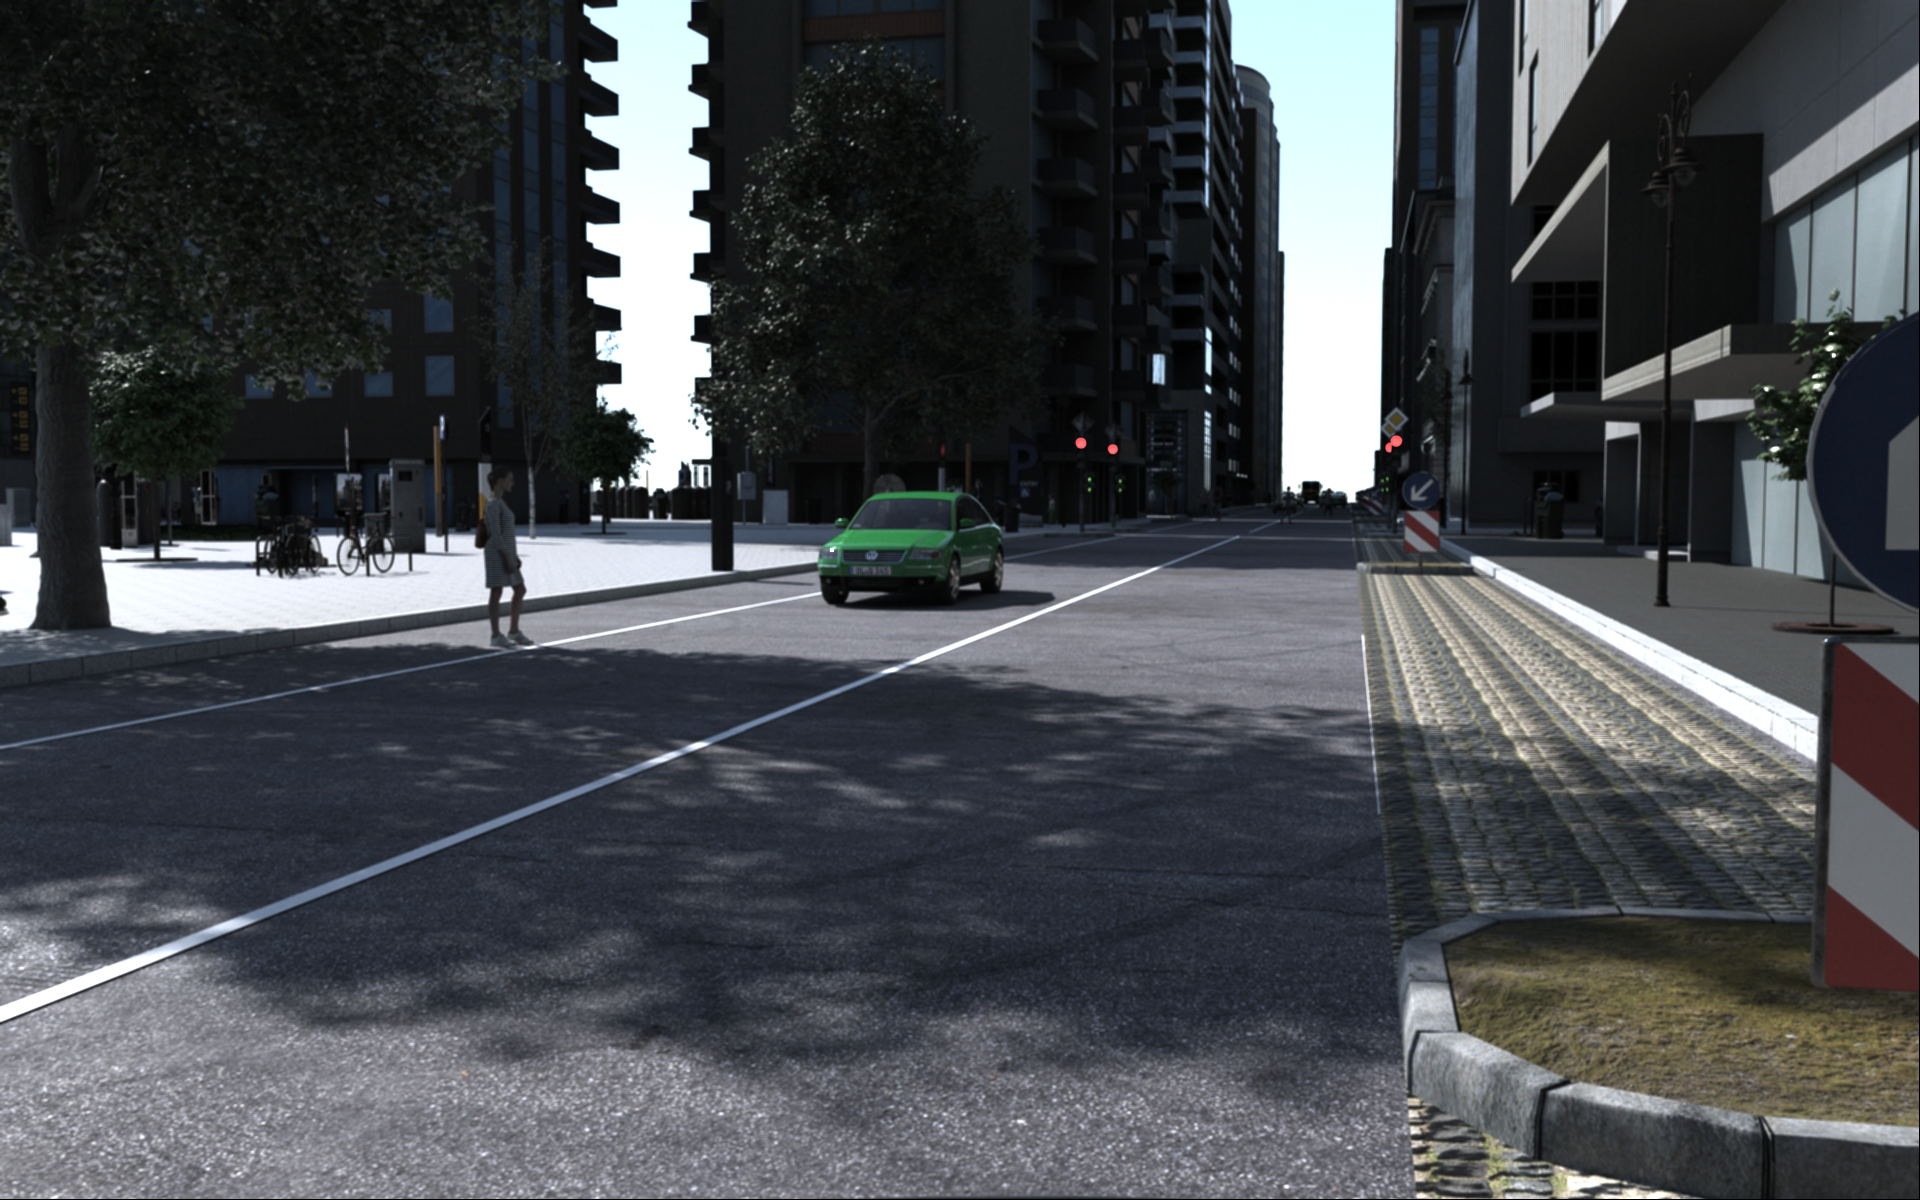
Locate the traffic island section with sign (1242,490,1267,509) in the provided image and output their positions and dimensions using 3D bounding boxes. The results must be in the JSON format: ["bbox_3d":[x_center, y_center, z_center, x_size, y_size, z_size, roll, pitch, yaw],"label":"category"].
[{"bbox_3d":[27.485,-9.407,162.429,1.989,1.847,2.006,1,4,13],"label":"traffic island section with sign"}]

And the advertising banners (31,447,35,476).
[{"bbox_3d":[-33.420,-4.179,64.510,2.074,3.025,0.090,-2,4,-31],"label":"advertising banners"}]

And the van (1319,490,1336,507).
[{"bbox_3d":[39.648,-10.982,186.567,2.013,2.044,4.112,1,4,14],"label":"van"}]

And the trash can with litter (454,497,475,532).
[{"bbox_3d":[-17.006,-2.938,59.422,0.624,1.170,1.055,-1,4,-8],"label":"trash can with litter"}]

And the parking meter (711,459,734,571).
[{"bbox_3d":[-3.973,-1.422,28.963,0.255,1.863,0.399,1,4,16],"label":"parking meter"}]

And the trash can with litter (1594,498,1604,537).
[{"bbox_3d":[19.299,-2.450,51.449,0.624,1.170,1.055,0,4,-8],"label":"trash can with litter"}]

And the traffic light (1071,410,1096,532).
[{"bbox_3d":[4.115,-4.230,58.076,0.839,4.253,0.868,1,4,13],"label":"traffic light"}]

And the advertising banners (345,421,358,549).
[{"bbox_3d":[-14.508,-2.758,41.274,0.090,3.025,2.074,-2,4,-24],"label":"advertising banners"}]

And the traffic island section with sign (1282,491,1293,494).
[{"bbox_3d":[51.768,-16.016,270.495,1.989,1.847,2.006,1,4,13],"label":"traffic island section with sign"}]

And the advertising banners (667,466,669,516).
[{"bbox_3d":[-16.528,-6.224,97.951,0.090,3.025,2.074,-1,4,-10],"label":"advertising banners"}]

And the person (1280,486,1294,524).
[{"bbox_3d":[15.684,-4.555,82.996,0.654,1.822,0.581,2,4,28],"label":"person"}]

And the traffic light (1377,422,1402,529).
[{"bbox_3d":[15.783,-4.571,63.664,0.839,4.253,0.868,1,4,13],"label":"traffic light"}]

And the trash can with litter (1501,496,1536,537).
[{"bbox_3d":[17.294,-2.555,52.838,1.678,1.210,2.233,0,4,-5],"label":"trash can with litter"}]

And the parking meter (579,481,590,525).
[{"bbox_3d":[-15.796,-4.105,72.833,0.399,1.863,0.255,-3,5,-40],"label":"parking meter"}]

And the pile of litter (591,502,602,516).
[{"bbox_3d":[-21.485,-5.452,103.105,1.176,0.858,1.719,-3,4,-38],"label":"pile of litter"}]

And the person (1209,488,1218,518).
[{"bbox_3d":[15.113,-5.765,102.957,0.606,1.804,0.583,-1,4,-19],"label":"person"}]

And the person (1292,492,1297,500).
[{"bbox_3d":[36.644,-11.043,189.863,0.742,1.727,0.445,-3,4,-38],"label":"person"}]

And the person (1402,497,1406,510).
[{"bbox_3d":[35.424,-8.069,137.986,0.705,1.821,1.348,2,4,24],"label":"person"}]

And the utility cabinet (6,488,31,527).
[{"bbox_3d":[-36.139,-3.536,66.499,0.318,1.500,1.173,0,4,-1],"label":"utility cabinet"}]

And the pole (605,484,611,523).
[{"bbox_3d":[-15.566,-5.058,76.533,0.158,3.312,0.155,0,3,0],"label":"pole"}]

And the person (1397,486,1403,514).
[{"bbox_3d":[28.538,-6.486,112.445,0.532,1.782,0.716,3,5,42],"label":"person"}]

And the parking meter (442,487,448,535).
[{"bbox_3d":[-16.303,-2.818,54.482,0.372,1.533,0.369,0,3,0],"label":"parking meter"}]

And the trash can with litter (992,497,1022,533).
[{"bbox_3d":[1.498,-2.836,57.758,1.055,1.170,0.624,0,4,-6],"label":"trash can with litter"}]

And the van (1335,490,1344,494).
[{"bbox_3d":[56.725,-15.408,258.931,2.013,2.044,4.112,1,4,12],"label":"van"}]

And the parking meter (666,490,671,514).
[{"bbox_3d":[-19.060,-6.422,113.417,0.372,1.533,0.369,0,3,0],"label":"parking meter"}]

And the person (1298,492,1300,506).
[{"bbox_3d":[38.830,-11.518,198.290,0.593,1.643,0.415,-2,4,-31],"label":"person"}]

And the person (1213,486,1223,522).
[{"bbox_3d":[13.457,-5.003,90.276,0.580,1.828,0.573,2,4,32],"label":"person"}]

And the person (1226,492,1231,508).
[{"bbox_3d":[24.216,-8.973,155.991,0.421,1.427,0.697,2,4,23],"label":"person"}]

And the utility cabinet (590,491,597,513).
[{"bbox_3d":[-23.717,-6.258,110.994,0.318,1.500,1.173,1,4,21],"label":"utility cabinet"}]

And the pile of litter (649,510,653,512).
[{"bbox_3d":[-22.866,-6.784,124.888,1.719,0.858,1.176,0,4,5],"label":"pile of litter"}]

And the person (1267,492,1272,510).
[{"bbox_3d":[28.638,-9.187,160.176,0.415,1.643,0.593,3,4,36],"label":"person"}]

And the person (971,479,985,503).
[{"bbox_3d":[0.720,-3.901,69.190,0.474,1.900,0.648,1,4,17],"label":"person"}]

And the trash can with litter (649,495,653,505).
[{"bbox_3d":[-26.121,-8.166,144.901,0.624,1.170,1.055,3,5,40],"label":"trash can with litter"}]

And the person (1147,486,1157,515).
[{"bbox_3d":[11.889,-6.150,106.817,0.641,1.798,0.478,-1,4,-10],"label":"person"}]

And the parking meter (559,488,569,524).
[{"bbox_3d":[-17.011,-4.036,74.391,0.372,1.533,0.369,0,3,0],"label":"parking meter"}]

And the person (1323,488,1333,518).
[{"bbox_3d":[21.638,-5.701,101.890,0.728,1.800,0.709,-1,4,-18],"label":"person"}]

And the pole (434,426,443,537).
[{"bbox_3d":[-15.665,-3.556,51.991,0.158,3.312,0.155,0,3,0],"label":"pole"}]

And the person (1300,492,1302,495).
[{"bbox_3d":[46.516,-13.849,235.754,0.721,1.723,1.217,1,4,14],"label":"person"}]

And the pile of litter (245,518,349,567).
[{"bbox_3d":[-11.738,-1.020,30.649,1.719,0.858,1.176,1,4,14],"label":"pile of litter"}]

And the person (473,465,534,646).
[{"bbox_3d":[-4.320,-0.417,16.323,0.522,1.701,0.512,0,4,-7],"label":"person"}]

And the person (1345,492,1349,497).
[{"bbox_3d":[55.828,-14.798,251.134,1.217,1.739,0.721,-1,4,-12],"label":"person"}]

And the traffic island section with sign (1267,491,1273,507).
[{"bbox_3d":[33.518,-11.046,189.237,1.989,1.847,2.006,1,4,13],"label":"traffic island section with sign"}]

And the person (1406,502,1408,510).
[{"bbox_3d":[35.868,-7.942,139.127,0.697,1.427,0.421,-3,5,-40],"label":"person"}]

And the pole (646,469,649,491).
[{"bbox_3d":[-25.882,-9.146,143.376,0.158,3.312,0.155,0,3,0],"label":"pole"}]

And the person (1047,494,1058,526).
[{"bbox_3d":[3.688,-3.598,69.111,0.590,1.304,0.306,-2,4,-32],"label":"person"}]

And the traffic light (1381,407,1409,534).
[{"bbox_3d":[14.033,-4.095,55.872,0.839,4.253,0.868,1,4,13],"label":"traffic light"}]

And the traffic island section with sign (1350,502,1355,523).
[{"bbox_3d":[20.338,-4.689,85.288,1.989,1.847,2.006,1,4,13],"label":"traffic island section with sign"}]

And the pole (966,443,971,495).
[{"bbox_3d":[0.334,-4.621,69.400,0.158,3.312,0.155,0,3,0],"label":"pole"}]

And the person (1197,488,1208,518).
[{"bbox_3d":[14.287,-5.688,101.675,0.709,1.800,0.728,-1,4,-18],"label":"person"}]

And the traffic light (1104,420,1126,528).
[{"bbox_3d":[5.865,-4.706,65.867,0.839,4.253,0.868,1,4,13],"label":"traffic light"}]
